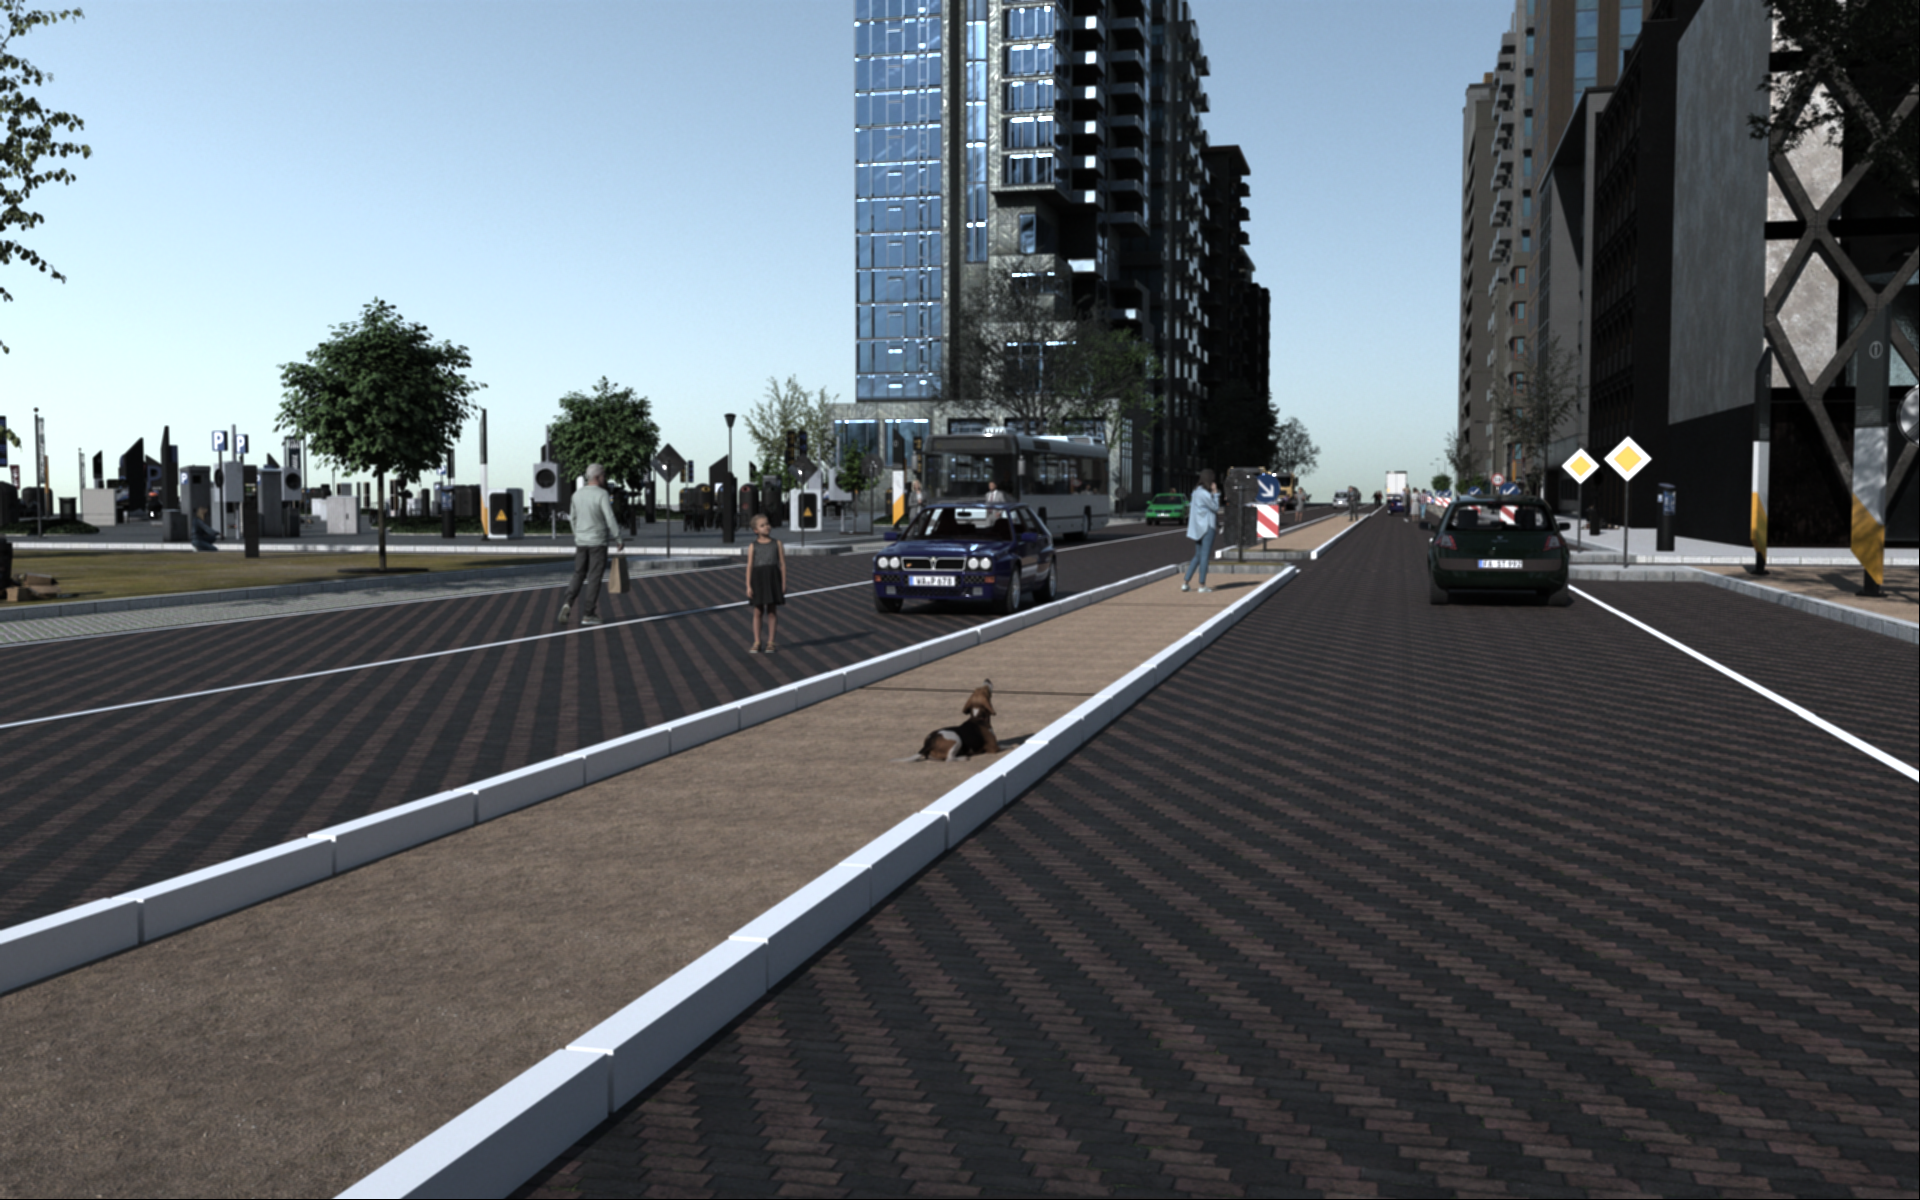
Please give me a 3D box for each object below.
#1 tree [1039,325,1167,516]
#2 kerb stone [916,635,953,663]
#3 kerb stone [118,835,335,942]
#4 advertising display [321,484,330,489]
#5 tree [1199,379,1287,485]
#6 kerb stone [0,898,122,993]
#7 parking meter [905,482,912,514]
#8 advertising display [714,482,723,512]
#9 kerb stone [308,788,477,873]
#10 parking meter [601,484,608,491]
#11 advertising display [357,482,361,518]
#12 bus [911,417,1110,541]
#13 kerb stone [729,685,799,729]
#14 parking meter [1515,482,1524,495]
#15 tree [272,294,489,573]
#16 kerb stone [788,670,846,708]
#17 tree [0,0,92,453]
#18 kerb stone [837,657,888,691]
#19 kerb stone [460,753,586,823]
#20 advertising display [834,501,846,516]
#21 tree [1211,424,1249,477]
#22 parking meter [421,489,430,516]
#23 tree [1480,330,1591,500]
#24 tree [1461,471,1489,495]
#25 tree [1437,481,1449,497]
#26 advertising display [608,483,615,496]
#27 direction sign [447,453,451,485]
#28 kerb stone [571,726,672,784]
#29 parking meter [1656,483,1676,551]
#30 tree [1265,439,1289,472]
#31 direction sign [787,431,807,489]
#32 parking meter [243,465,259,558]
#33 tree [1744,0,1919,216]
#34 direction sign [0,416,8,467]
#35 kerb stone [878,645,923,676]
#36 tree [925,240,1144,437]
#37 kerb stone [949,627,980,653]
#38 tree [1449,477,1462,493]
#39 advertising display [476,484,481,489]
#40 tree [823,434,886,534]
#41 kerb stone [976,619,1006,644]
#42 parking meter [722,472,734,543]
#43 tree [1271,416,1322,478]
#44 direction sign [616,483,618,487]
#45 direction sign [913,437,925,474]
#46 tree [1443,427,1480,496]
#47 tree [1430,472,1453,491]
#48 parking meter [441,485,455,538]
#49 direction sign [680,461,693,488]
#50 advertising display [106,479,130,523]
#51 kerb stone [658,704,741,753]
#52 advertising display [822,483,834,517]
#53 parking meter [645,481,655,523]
[{"bbox_3d":[8.578,-10.866,103.419,9.928,11.665,9.643,0,3,0],"label":"tree"},{"bbox_3d":[-0.263,0.443,14.954,0.120,0.150,1.000,1,4,14],"label":"kerb stone"},{"bbox_3d":[-2.526,0.995,5.998,0.120,0.150,1.000,1,4,14],"label":"kerb stone"},{"bbox_3d":[-41.475,-6.606,113.228,0.123,1.923,0.974,0,4,7],"label":"advertising display"},{"bbox_3d":[30.622,-17.231,188.384,9.857,13.997,8.962,0,3,0],"label":"tree"},{"bbox_3d":[-2.780,1.051,5.005,0.120,0.150,1.000,1,4,14],"label":"kerb stone"},{"bbox_3d":[-2.539,-4.797,84.150,0.255,1.863,0.399,-3,5,-41],"label":"parking meter"},{"bbox_3d":[-13.150,-5.554,96.025,0.974,1.923,0.123,1,4,20],"label":"advertising display"},{"bbox_3d":[-2.278,0.929,7.000,0.120,0.150,1.000,1,4,14],"label":"kerb stone"},{"bbox_3d":[-19.547,-5.474,95.207,0.399,1.863,0.255,2,4,26],"label":"parking meter"},{"bbox_3d":[-32.617,-5.433,94.037,0.123,1.923,0.974,-1,4,-14],"label":"advertising display"},{"bbox_3d":[1.773,-3.361,49.813,2.948,3.499,13.247,1,4,16],"label":"bus"},{"bbox_3d":[-1.263,0.687,10.972,0.120,0.150,1.000,1,4,14],"label":"kerb stone"},{"bbox_3d":[27.159,-4.798,84.155,0.399,1.863,0.255,2,4,26],"label":"parking meter"},{"bbox_3d":[-9.499,-2.748,28.642,4.285,4.588,4.351,0,3,0],"label":"tree"},{"bbox_3d":[-1.017,0.625,11.976,0.120,0.150,1.000,1,4,14],"label":"kerb stone"},{"bbox_3d":[-11.642,-4.211,19.207,4.737,8.622,4.395,0,3,0],"label":"tree"},{"bbox_3d":[-0.758,0.564,12.968,0.120,0.150,1.000,1,4,14],"label":"kerb stone"},{"bbox_3d":[-2.020,0.869,7.996,0.120,0.150,1.000,1,4,14],"label":"kerb stone"},{"bbox_3d":[-6.984,-5.763,99.446,0.974,1.923,0.123,-3,4,-38],"label":"advertising display"},{"bbox_3d":[28.208,-14.042,179.941,4.360,8.622,3.978,0,3,0],"label":"tree"},{"bbox_3d":[-24.835,-4.410,80.516,0.372,1.533,0.369,0,3,0],"label":"parking meter"},{"bbox_3d":[25.805,-7.765,77.326,4.360,8.622,3.978,0,3,0],"label":"tree"},{"bbox_3d":[40.467,-8.591,135.066,1.663,3.219,1.824,0,3,0],"label":"tree"},{"bbox_3d":[68.205,-15.329,245.230,1.663,3.219,1.824,0,3,0],"label":"tree"},{"bbox_3d":[-20.198,-5.776,99.658,0.123,1.923,0.974,2,4,27],"label":"advertising display"},{"bbox_3d":[-25.265,-5.732,85.722,0.379,3.537,0.876,0,4,-5],"label":"direction sign"},{"bbox_3d":[-1.770,0.808,8.987,0.120,0.150,1.000,1,4,14],"label":"kerb stone"},{"bbox_3d":[15.868,-1.866,38.919,0.372,1.533,0.369,0,3,0],"label":"parking meter"},{"bbox_3d":[40.215,-16.715,223.653,4.737,8.622,4.395,0,3,0],"label":"tree"},{"bbox_3d":[-5.846,-4.292,62.175,0.876,3.537,0.379,-3,5,-42],"label":"direction sign"},{"bbox_3d":[-14.252,-1.780,34.817,0.255,1.863,0.399,-1,4,-21],"label":"parking meter"},{"bbox_3d":[10.439,-4.882,14.235,7.601,10.594,8.767,-3,5,-43],"label":"tree"},{"bbox_3d":[-28.018,-3.551,50.059,0.876,3.537,0.379,-2,4,-30],"label":"direction sign"},{"bbox_3d":[-0.512,0.504,13.960,0.120,0.150,1.000,1,4,14],"label":"kerb stone"},{"bbox_3d":[3.584,-10.588,83.485,12.009,13.543,11.850,0,3,0],"label":"tree"},{"bbox_3d":[-0.015,0.386,15.946,0.120,0.150,1.000,1,4,14],"label":"kerb stone"},{"bbox_3d":[51.845,-11.248,178.503,1.663,3.219,1.824,0,3,0],"label":"tree"},{"bbox_3d":[-32.291,-6.824,116.790,0.123,1.923,0.974,2,4,24],"label":"advertising display"},{"bbox_3d":[-3.456,-3.726,55.525,1.663,3.219,1.824,0,3,0],"label":"tree"},{"bbox_3d":[0.254,0.321,16.939,0.120,0.150,1.000,1,4,14],"label":"kerb stone"},{"bbox_3d":[-6.109,-2.446,45.700,0.255,1.863,0.399,0,4,1],"label":"parking meter"},{"bbox_3d":[51.327,-21.986,269.834,12.009,13.543,11.850,0,3,0],"label":"tree"},{"bbox_3d":[-17.966,-6.036,90.690,0.876,3.537,0.379,3,4,36],"label":"direction sign"},{"bbox_3d":[-1.405,-4.666,68.290,0.876,3.537,0.379,1,4,8],"label":"direction sign"},{"bbox_3d":[55.143,-14.684,190.438,4.360,8.622,3.978,0,3,0],"label":"tree"},{"bbox_3d":[71.149,-16.634,255.677,4.285,4.588,4.351,0,3,0],"label":"tree"},{"bbox_3d":[-14.973,-2.584,50.667,0.372,1.533,0.369,0,3,0],"label":"parking meter"},{"bbox_3d":[-18.443,-7.645,116.992,0.876,3.537,0.379,-1,4,-18],"label":"direction sign"},{"bbox_3d":[-36.780,-4.311,75.701,0.123,1.923,0.974,2,4,34],"label":"advertising display"},{"bbox_3d":[-1.518,0.747,9.981,0.120,0.150,1.000,1,4,14],"label":"kerb stone"},{"bbox_3d":[-7.781,-5.699,98.386,0.974,1.923,0.123,-2,4,-32],"label":"advertising display"},{"bbox_3d":[-13.780,-4.357,76.949,0.399,1.863,0.255,2,4,31],"label":"parking meter"}]
